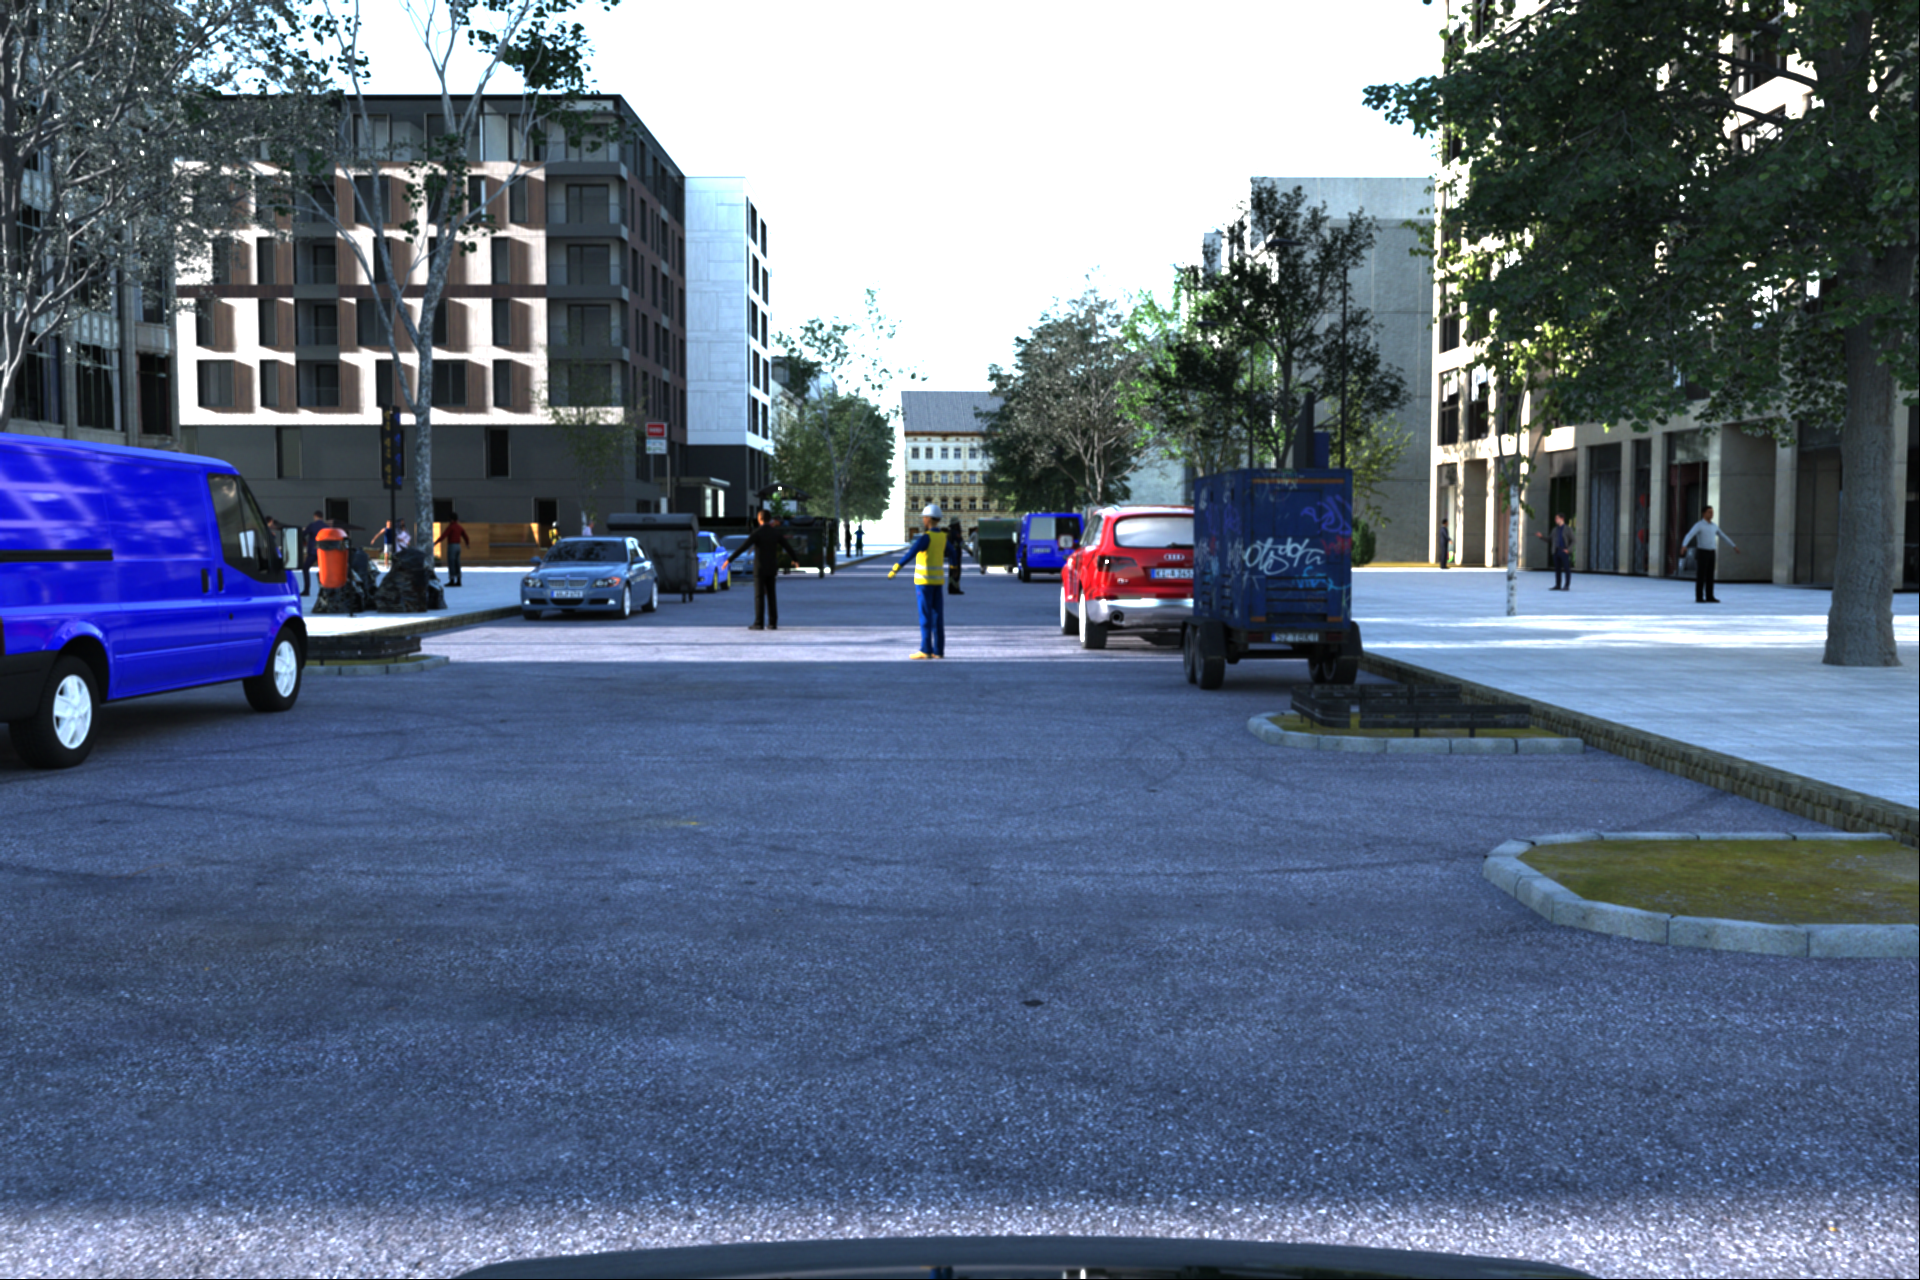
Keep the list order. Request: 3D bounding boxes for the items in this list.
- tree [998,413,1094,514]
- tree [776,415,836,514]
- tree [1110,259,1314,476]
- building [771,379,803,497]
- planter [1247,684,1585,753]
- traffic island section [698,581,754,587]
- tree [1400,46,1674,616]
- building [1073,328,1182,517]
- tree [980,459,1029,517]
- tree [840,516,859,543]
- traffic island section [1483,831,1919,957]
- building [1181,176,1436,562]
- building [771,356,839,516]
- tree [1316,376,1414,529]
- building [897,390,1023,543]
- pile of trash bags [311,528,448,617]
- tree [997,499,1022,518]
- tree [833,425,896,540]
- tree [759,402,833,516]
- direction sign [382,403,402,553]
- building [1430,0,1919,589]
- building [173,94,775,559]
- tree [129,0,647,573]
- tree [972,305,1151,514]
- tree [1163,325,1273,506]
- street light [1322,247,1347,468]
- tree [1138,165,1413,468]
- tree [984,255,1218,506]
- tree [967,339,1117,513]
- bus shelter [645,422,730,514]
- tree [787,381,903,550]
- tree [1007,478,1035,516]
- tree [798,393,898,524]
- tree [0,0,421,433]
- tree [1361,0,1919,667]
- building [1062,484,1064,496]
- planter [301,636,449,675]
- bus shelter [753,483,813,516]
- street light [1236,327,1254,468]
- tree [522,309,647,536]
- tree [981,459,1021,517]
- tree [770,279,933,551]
[{"bbox_3d":[5.989,-12.458,121.816,7.486,12.596,7.792,0,3,0],"label":"tree"},{"bbox_3d":[-9.901,-9.608,107.460,4.360,8.622,3.978,0,3,0],"label":"tree"},{"bbox_3d":[9.525,-8.574,65.938,9.928,11.665,9.643,0,3,0],"label":"tree"},{"bbox_3d":[-27.788,-21.869,188.482,19.493,23.208,18.063,0,4,1],"label":"building"},{"bbox_3d":[3.097,0.540,12.308,1.991,0.319,1.994,0,4,1],"label":"planter"},{"bbox_3d":[-6.655,-1.553,48.252,1.991,0.108,1.994,0,4,0],"label":"traffic island section"},{"bbox_3d":[8.915,-4.687,26.996,4.737,8.622,4.395,0,3,0],"label":"tree"},{"bbox_3d":[22.188,-22.160,193.242,19.493,23.208,18.063,0,4,0],"label":"building"},{"bbox_3d":[5.342,-13.269,151.352,8.767,10.594,7.601,2,4,33],"label":"tree"},{"bbox_3d":[-17.284,-21.006,261.566,7.486,12.596,7.792,0,3,0],"label":"tree"},{"bbox_3d":[3.177,0.979,6.853,1.991,0.108,1.994,0,4,0],"label":"traffic island section"},{"bbox_3d":[22.613,-13.944,94.443,16.747,18.905,31.486,0,4,-1],"label":"building"},{"bbox_3d":[-29.870,-22.672,214.664,27.936,21.610,32.646,0,4,0],"label":"building"},{"bbox_3d":[17.301,-7.653,75.490,4.737,8.622,4.395,0,3,0],"label":"tree"},{"bbox_3d":[-0.066,-26.261,262.757,18.063,23.208,19.493,0,4,-5],"label":"building"},{"bbox_3d":[-9.651,-1.127,28.177,1.912,1.369,3.447,0,4,0],"label":"pile of trash bags"},{"bbox_3d":[5.490,-13.356,168.735,4.737,8.622,4.395,0,3,0],"label":"tree"},{"bbox_3d":[-9.824,-15.205,166.736,7.486,12.596,7.792,0,3,0],"label":"tree"},{"bbox_3d":[-9.363,-8.953,96.744,4.737,8.622,4.395,0,3,0],"label":"tree"},{"bbox_3d":[-9.970,-2.352,30.460,0.379,3.537,0.876,0,4,0],"label":"direction sign"},{"bbox_3d":[29.068,-15.313,53.563,19.350,26.588,34.151,0,4,0],"label":"building"},{"bbox_3d":[-26.183,-15.480,97.066,27.936,21.610,32.646,0,4,0],"label":"building"},{"bbox_3d":[-12.913,-11.272,40.189,12.611,20.169,13.585,0,3,0],"label":"tree"},{"bbox_3d":[5.776,-11.417,93.326,9.857,13.997,8.962,0,3,0],"label":"tree"},{"bbox_3d":[8.444,-6.595,58.192,4.360,8.622,3.978,0,3,0],"label":"tree"},{"bbox_3d":[6.609,-3.357,27.427,1.470,5.913,1.316,0,3,0],"label":"street light"},{"bbox_3d":[8.099,-6.752,44.802,7.601,10.594,8.767,-1,4,-18],"label":"tree"},{"bbox_3d":[6.179,-10.207,77.248,12.009,13.543,11.850,0,3,0],"label":"tree"},{"bbox_3d":[5.643,-12.059,107.532,12.009,13.543,11.850,0,3,0],"label":"tree"},{"bbox_3d":[-10.220,-5.335,64.864,2.179,5.291,8.768,0,4,-1],"label":"bus shelter"},{"bbox_3d":[-9.616,-14.490,143.563,9.857,13.997,8.962,0,3,0],"label":"tree"},{"bbox_3d":[5.061,-11.542,139.081,4.360,8.622,3.978,0,3,0],"label":"tree"},{"bbox_3d":[-10.207,-15.190,155.009,9.857,13.997,8.962,0,3,0],"label":"tree"},{"bbox_3d":[-12.356,-6.831,22.061,12.009,13.543,11.850,0,3,0],"label":"tree"},{"bbox_3d":[8.777,-6.730,16.695,9.857,13.997,8.962,0,3,0],"label":"tree"},{"bbox_3d":[21.675,-24.209,226.744,19.493,23.208,18.063,0,4,0],"label":"building"},{"bbox_3d":[-6.608,0.159,18.541,1.991,0.319,1.994,0,4,0],"label":"planter"},{"bbox_3d":[-7.272,-4.755,71.661,2.014,3.302,5.546,0,4,-1],"label":"bus shelter"},{"bbox_3d":[6.918,-3.999,37.931,1.470,5.913,1.316,0,4,-1],"label":"street light"},{"bbox_3d":[-12.813,-6.568,57.756,4.360,8.622,3.978,0,3,0],"label":"tree"},{"bbox_3d":[5.682,-13.877,161.303,8.767,10.594,7.601,1,4,15],"label":"tree"},{"bbox_3d":[-8.619,-16.747,129.707,12.611,20.169,13.585,0,3,0],"label":"tree"}]
